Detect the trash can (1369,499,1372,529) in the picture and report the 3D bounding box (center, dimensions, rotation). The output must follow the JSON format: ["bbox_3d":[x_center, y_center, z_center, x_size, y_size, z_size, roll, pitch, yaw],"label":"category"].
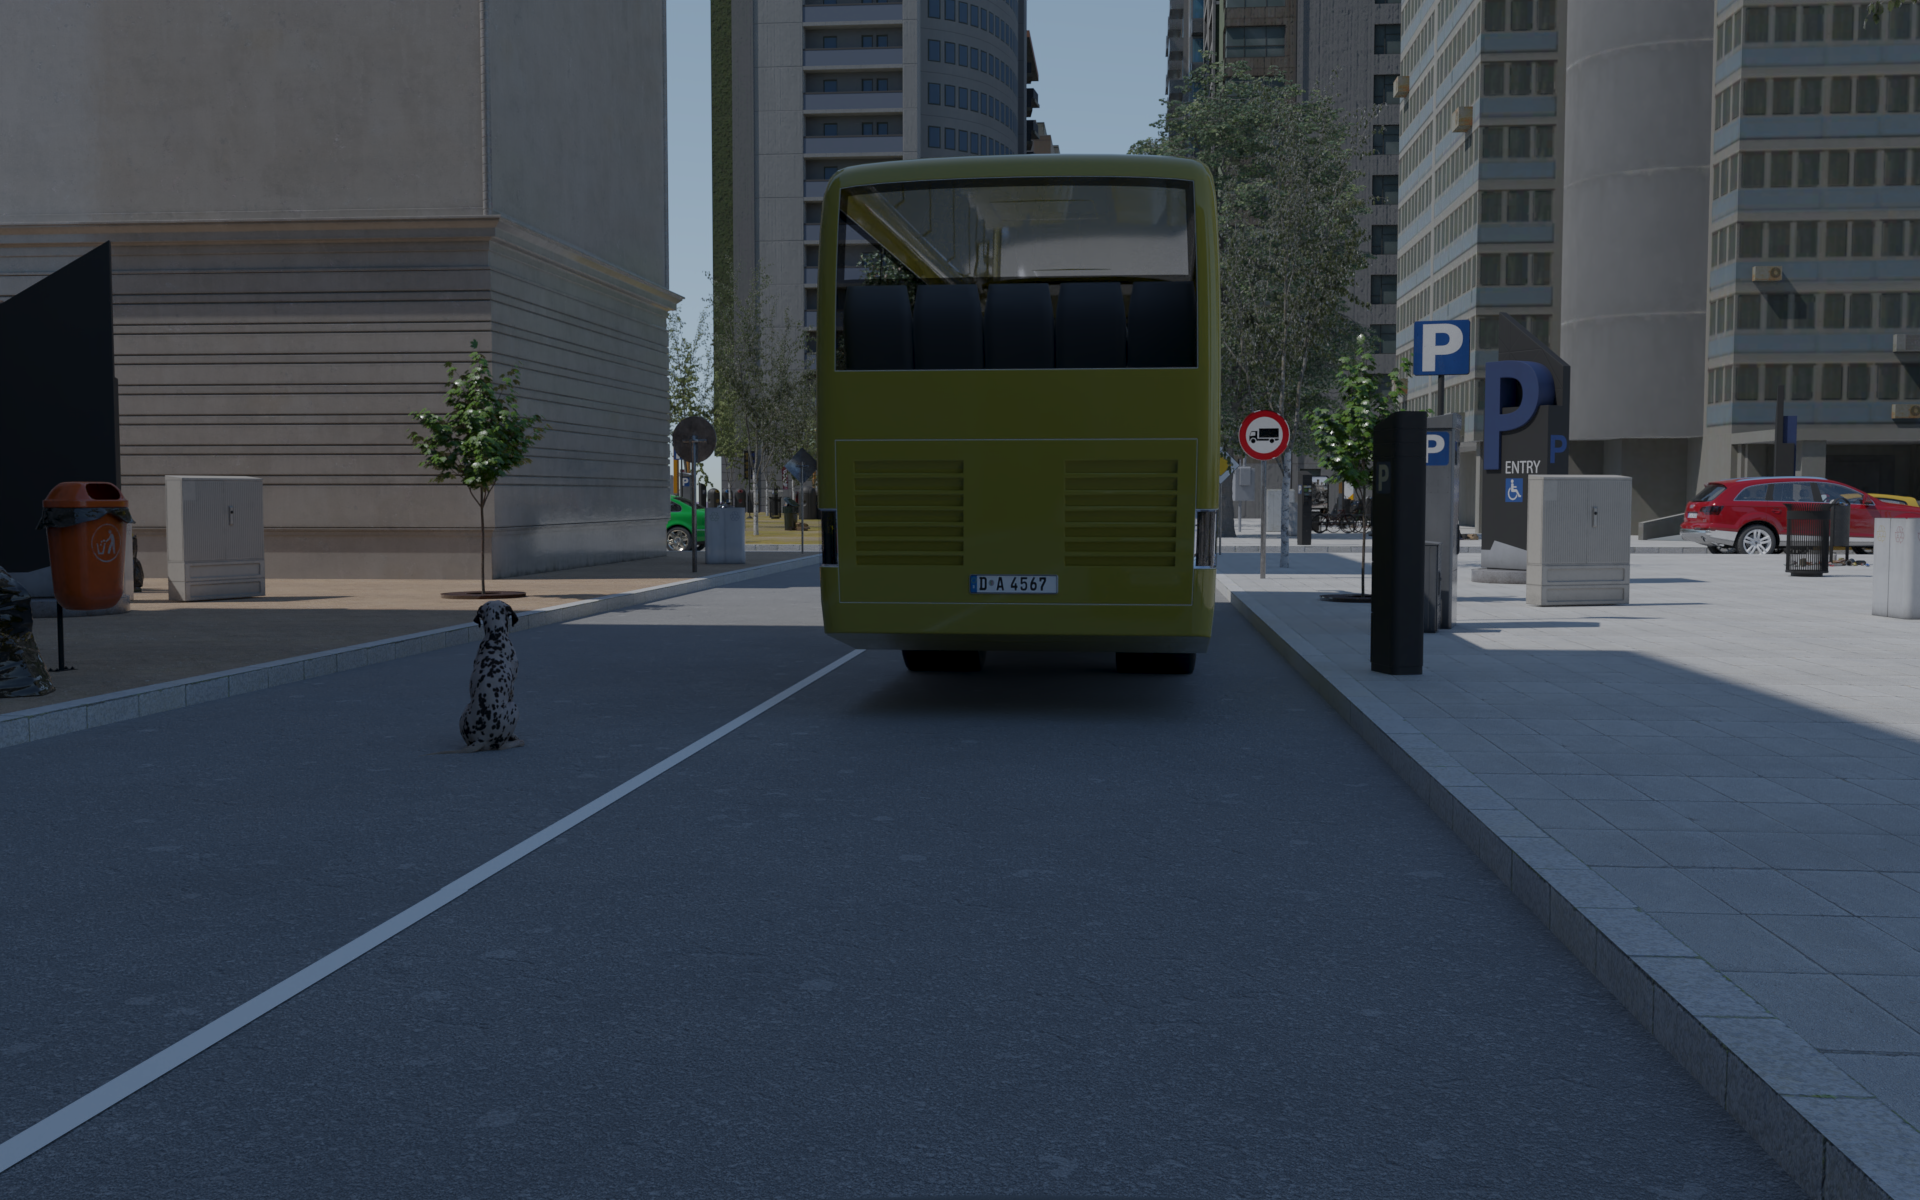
[{"bbox_3d":[13.353,-2.652,55.015,0.748,1.137,0.748,0,3,0],"label":"trash can"}]

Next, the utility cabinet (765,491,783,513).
[{"bbox_3d":[-12.231,-6.436,113.912,1.173,1.500,0.318,0,4,-5],"label":"utility cabinet"}]

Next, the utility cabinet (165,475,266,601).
[{"bbox_3d":[-8.989,-0.751,20.958,0.318,1.500,1.173,2,4,27],"label":"utility cabinet"}]

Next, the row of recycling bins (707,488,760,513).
[{"bbox_3d":[-15.358,-6.743,117.363,3.534,1.692,1.069,-1,4,-17],"label":"row of recycling bins"}]

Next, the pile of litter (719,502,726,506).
[{"bbox_3d":[-13.397,-5.126,97.781,1.719,0.858,1.176,0,4,-3],"label":"pile of litter"}]

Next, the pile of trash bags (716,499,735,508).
[{"bbox_3d":[-7.475,-2.241,46.394,3.447,1.369,1.912,1,4,21],"label":"pile of trash bags"}]

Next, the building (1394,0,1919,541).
[{"bbox_3d":[28.660,-22.521,60.106,23.993,40.220,32.217,0,4,5],"label":"building"}]

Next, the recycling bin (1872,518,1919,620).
[{"bbox_3d":[10.014,-0.333,17.994,0.722,1.027,0.722,0,3,0],"label":"recycling bin"}]

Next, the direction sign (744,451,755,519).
[{"bbox_3d":[-11.002,-6.027,90.539,0.379,3.537,0.876,2,4,32],"label":"direction sign"}]

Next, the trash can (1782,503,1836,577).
[{"bbox_3d":[13.189,-0.935,26.944,0.748,1.137,0.748,0,3,0],"label":"trash can"}]

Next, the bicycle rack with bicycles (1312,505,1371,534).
[{"bbox_3d":[12.717,-2.692,57.404,2.925,0.926,2.852,0,4,-6],"label":"bicycle rack with bicycles"}]

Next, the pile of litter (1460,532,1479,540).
[{"bbox_3d":[14.016,-2.134,48.849,1.176,0.858,1.719,0,4,8],"label":"pile of litter"}]

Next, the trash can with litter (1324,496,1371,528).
[{"bbox_3d":[15.347,-3.365,66.073,2.233,1.210,1.678,-3,5,-41],"label":"trash can with litter"}]

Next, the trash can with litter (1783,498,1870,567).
[{"bbox_3d":[15.494,-1.228,31.142,2.233,1.210,1.678,-2,4,-32],"label":"trash can with litter"}]

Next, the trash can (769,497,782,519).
[{"bbox_3d":[-9.547,-4.762,89.512,0.748,1.137,0.748,0,3,0],"label":"trash can"}]

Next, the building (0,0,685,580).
[{"bbox_3d":[-16.212,-11.919,31.032,21.152,22.565,11.583,0,4,5],"label":"building"}]

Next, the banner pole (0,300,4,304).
[{"bbox_3d":[-12.486,-1.972,22.258,0.401,3.779,0.863,2,4,26],"label":"banner pole"}]

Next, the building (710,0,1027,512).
[{"bbox_3d":[-6.116,-36.221,134.211,21.231,58.520,28.212,0,4,5],"label":"building"}]

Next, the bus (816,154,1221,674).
[{"bbox_3d":[1.067,-1.541,16.734,2.896,3.916,12.252,0,4,7],"label":"bus"}]

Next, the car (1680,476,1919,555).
[{"bbox_3d":[18.671,-1.794,38.002,5.304,1.827,2.281,0,4,4],"label":"car"}]

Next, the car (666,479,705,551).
[{"bbox_3d":[-8.001,-2.047,42.259,4.718,1.807,1.959,0,4,5],"label":"car"}]

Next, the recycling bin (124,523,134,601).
[{"bbox_3d":[-10.296,-0.488,20.541,0.722,1.027,0.722,0,4,-8],"label":"recycling bin"}]

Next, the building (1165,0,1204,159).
[{"bbox_3d":[29.375,-32.628,153.068,23.786,49.044,30.456,0,4,5],"label":"building"}]

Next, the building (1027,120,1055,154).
[{"bbox_3d":[4.446,-34.356,211.831,14.600,45.320,14.200,0,4,5],"label":"building"}]

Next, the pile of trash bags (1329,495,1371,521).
[{"bbox_3d":[18.248,-4.477,82.959,3.447,1.369,1.912,0,4,-3],"label":"pile of trash bags"}]

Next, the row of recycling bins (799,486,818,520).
[{"bbox_3d":[-6.712,-4.948,88.020,1.069,1.692,3.534,3,5,43],"label":"row of recycling bins"}]

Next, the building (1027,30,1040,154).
[{"bbox_3d":[-3.956,-31.098,163.081,22.147,44.769,28.867,0,4,5],"label":"building"}]

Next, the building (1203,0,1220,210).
[{"bbox_3d":[26.383,-42.130,127.076,20.563,71.187,20.611,0,4,5],"label":"building"}]

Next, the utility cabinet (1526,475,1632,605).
[{"bbox_3d":[7.107,-0.684,19.867,1.173,1.500,0.318,-1,4,-16],"label":"utility cabinet"}]

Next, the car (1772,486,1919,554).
[{"bbox_3d":[20.351,-1.828,40.108,3.980,1.641,2.015,0,4,7],"label":"car"}]

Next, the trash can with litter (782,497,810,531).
[{"bbox_3d":[-5.692,-3.004,60.497,1.055,1.170,0.624,2,4,33],"label":"trash can with litter"}]

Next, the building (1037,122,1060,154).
[{"bbox_3d":[2.769,-37.082,229.987,21.300,48.544,21.600,0,4,5],"label":"building"}]

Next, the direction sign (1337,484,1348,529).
[{"bbox_3d":[14.119,-4.393,63.822,0.379,3.537,0.876,-1,4,-13],"label":"direction sign"}]

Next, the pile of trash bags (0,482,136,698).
[{"bbox_3d":[-6.709,-0.085,11.136,1.912,1.369,3.447,1,4,17],"label":"pile of trash bags"}]

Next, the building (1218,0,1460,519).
[{"bbox_3d":[21.159,-19.798,95.402,14.160,30.474,14.107,0,4,5],"label":"building"}]

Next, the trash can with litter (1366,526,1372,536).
[{"bbox_3d":[12.912,-2.524,52.648,1.055,1.170,0.624,-2,4,-26],"label":"trash can with litter"}]

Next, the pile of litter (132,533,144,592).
[{"bbox_3d":[-11.334,-0.542,22.819,1.176,0.858,1.719,0,4,-7],"label":"pile of litter"}]
